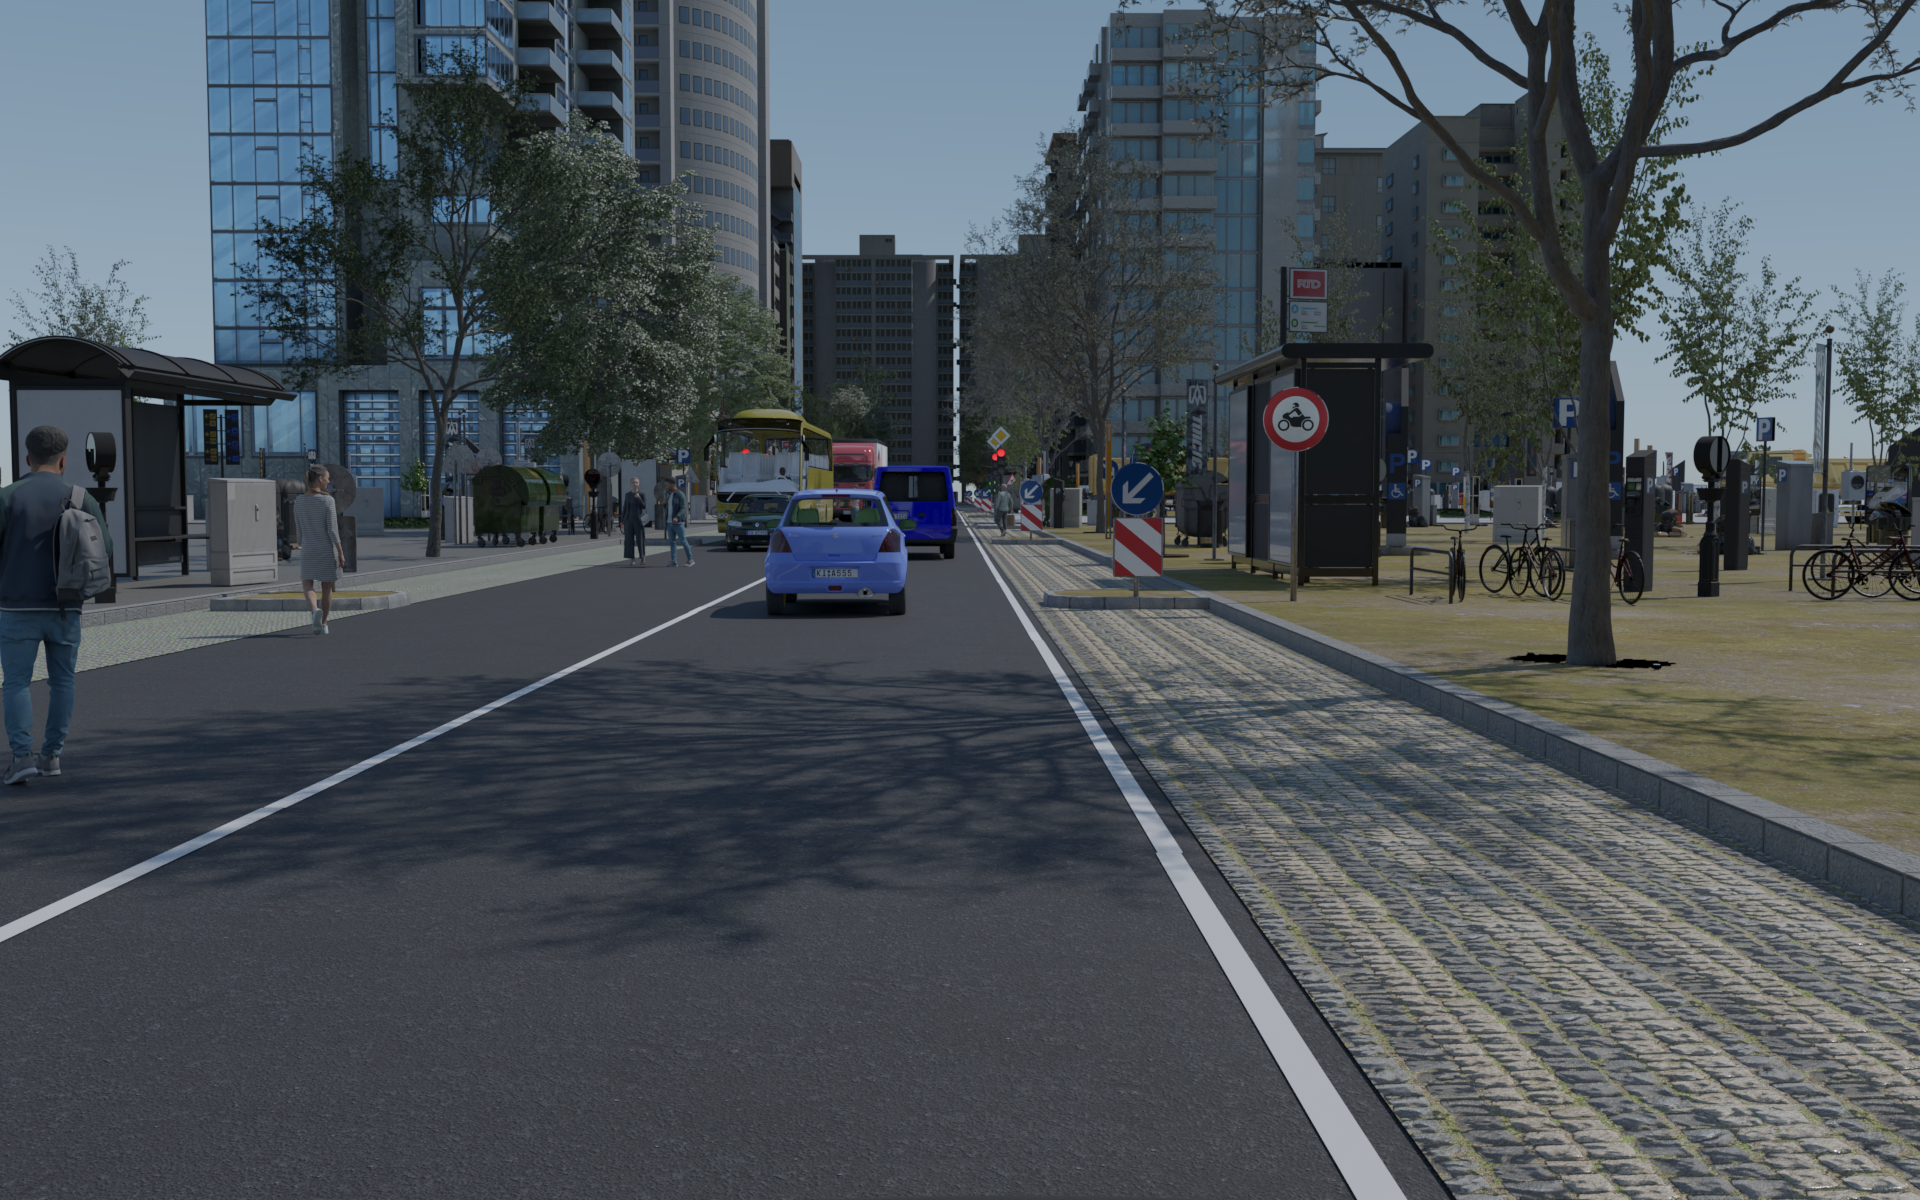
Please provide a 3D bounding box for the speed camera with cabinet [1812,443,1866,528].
[{"bbox_3d":[33.568,-4.403,66.332,2.038,3.252,0.660,0,4,-6],"label":"speed camera with cabinet"}]

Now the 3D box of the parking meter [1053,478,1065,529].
[{"bbox_3d":[3.701,-3.598,64.544,0.399,1.863,0.255,1,4,19],"label":"parking meter"}]

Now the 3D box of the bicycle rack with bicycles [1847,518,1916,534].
[{"bbox_3d":[33.413,-2.952,61.654,2.852,0.926,2.925,3,5,39],"label":"bicycle rack with bicycles"}]

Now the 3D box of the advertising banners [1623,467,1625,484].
[{"bbox_3d":[43.336,-7.053,111.498,2.074,3.025,0.090,1,4,14],"label":"advertising banners"}]

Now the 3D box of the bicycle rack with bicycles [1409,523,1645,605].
[{"bbox_3d":[6.749,-0.482,21.256,2.852,0.926,2.925,0,4,1],"label":"bicycle rack with bicycles"}]

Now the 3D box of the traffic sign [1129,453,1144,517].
[{"bbox_3d":[5.081,-2.940,48.181,0.768,2.556,0.104,0,4,6],"label":"traffic sign"}]

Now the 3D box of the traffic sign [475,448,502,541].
[{"bbox_3d":[-12.923,-2.896,47.460,0.768,2.556,0.104,0,4,5],"label":"traffic sign"}]

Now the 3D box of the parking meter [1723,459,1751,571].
[{"bbox_3d":[13.094,-1.435,29.178,0.399,1.863,0.255,-3,4,-36],"label":"parking meter"}]

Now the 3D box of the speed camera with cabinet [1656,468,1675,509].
[{"bbox_3d":[35.088,-5.614,86.118,0.660,3.252,2.038,2,4,32],"label":"speed camera with cabinet"}]

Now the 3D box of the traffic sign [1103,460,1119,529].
[{"bbox_3d":[5.460,-3.889,63.691,0.768,2.556,0.104,0,4,7],"label":"traffic sign"}]

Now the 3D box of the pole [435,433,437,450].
[{"bbox_3d":[-17.328,-3.896,57.547,0.158,3.312,0.155,0,3,0],"label":"pole"}]

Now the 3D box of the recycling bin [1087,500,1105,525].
[{"bbox_3d":[5.702,-3.575,71.010,0.722,1.027,0.722,-3,5,-45],"label":"recycling bin"}]

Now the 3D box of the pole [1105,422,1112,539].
[{"bbox_3d":[4.227,-3.393,49.311,0.158,3.312,0.155,0,3,0],"label":"pole"}]

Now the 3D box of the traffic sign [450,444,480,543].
[{"bbox_3d":[-12.870,-2.763,45.171,0.884,2.594,0.081,0,4,5],"label":"traffic sign"}]

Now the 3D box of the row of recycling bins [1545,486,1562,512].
[{"bbox_3d":[31.563,-5.157,91.434,1.069,1.692,3.534,-3,5,-44],"label":"row of recycling bins"}]

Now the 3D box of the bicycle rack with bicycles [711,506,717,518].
[{"bbox_3d":[-11.782,-4.801,91.877,2.925,0.926,2.852,0,4,0],"label":"bicycle rack with bicycles"}]

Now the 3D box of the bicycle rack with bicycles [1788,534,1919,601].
[{"bbox_3d":[11.802,-0.506,21.653,2.925,0.926,2.852,1,4,11],"label":"bicycle rack with bicycles"}]

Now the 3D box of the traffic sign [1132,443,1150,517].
[{"bbox_3d":[4.677,-2.638,43.240,0.768,2.556,0.104,0,4,7],"label":"traffic sign"}]

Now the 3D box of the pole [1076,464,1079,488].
[{"bbox_3d":[7.880,-7.470,115.970,0.158,3.312,0.155,0,3,0],"label":"pole"}]

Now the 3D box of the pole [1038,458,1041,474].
[{"bbox_3d":[4.434,-6.292,96.716,0.158,3.312,0.155,0,3,0],"label":"pole"}]

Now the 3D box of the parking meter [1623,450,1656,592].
[{"bbox_3d":[8.924,-1.042,22.755,0.399,1.863,0.255,-3,5,-43],"label":"parking meter"}]

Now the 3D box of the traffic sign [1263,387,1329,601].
[{"bbox_3d":[3.995,-1.258,20.669,0.768,2.556,0.104,0,4,8],"label":"traffic sign"}]

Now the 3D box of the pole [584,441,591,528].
[{"bbox_3d":[-14.040,-4.368,65.252,0.158,3.312,0.155,0,3,0],"label":"pole"}]

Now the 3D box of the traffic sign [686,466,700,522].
[{"bbox_3d":[-12.354,-4.855,79.377,0.884,2.594,0.081,1,4,8],"label":"traffic sign"}]

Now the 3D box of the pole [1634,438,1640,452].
[{"bbox_3d":[24.809,-4.264,63.563,0.158,3.312,0.155,0,3,0],"label":"pole"}]

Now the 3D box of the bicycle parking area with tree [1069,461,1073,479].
[{"bbox_3d":[12.165,-9.987,150.286,8.231,4.147,9.016,1,4,19],"label":"bicycle parking area with tree"}]

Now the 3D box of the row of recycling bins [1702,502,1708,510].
[{"bbox_3d":[61.034,-8.263,142.212,1.069,1.692,3.534,3,4,39],"label":"row of recycling bins"}]

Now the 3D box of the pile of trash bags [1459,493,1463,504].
[{"bbox_3d":[42.111,-7.992,140.418,3.447,1.369,1.912,0,4,5],"label":"pile of trash bags"}]

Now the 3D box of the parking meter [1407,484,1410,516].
[{"bbox_3d":[28.523,-6.416,110.609,0.399,1.863,0.255,-1,4,-15],"label":"parking meter"}]

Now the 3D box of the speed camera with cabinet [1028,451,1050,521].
[{"bbox_3d":[4.179,-5.275,80.575,0.660,3.252,2.038,3,5,40],"label":"speed camera with cabinet"}]

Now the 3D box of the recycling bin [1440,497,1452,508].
[{"bbox_3d":[42.252,-8.438,150.523,0.722,1.027,0.722,-3,4,-36],"label":"recycling bin"}]

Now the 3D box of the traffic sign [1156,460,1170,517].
[{"bbox_3d":[4.226,-2.261,36.971,0.884,2.594,0.081,0,4,1],"label":"traffic sign"}]

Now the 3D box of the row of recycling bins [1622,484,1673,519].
[{"bbox_3d":[27.001,-3.738,68.221,3.534,1.692,1.069,-3,5,-40],"label":"row of recycling bins"}]

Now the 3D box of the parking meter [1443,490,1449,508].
[{"bbox_3d":[32.842,-6.643,117.016,0.372,1.533,0.369,0,3,0],"label":"parking meter"}]

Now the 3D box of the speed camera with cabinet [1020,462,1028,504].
[{"bbox_3d":[4.656,-6.717,104.155,2.038,3.252,0.660,1,4,16],"label":"speed camera with cabinet"}]

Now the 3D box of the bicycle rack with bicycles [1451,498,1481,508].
[{"bbox_3d":[42.625,-8.238,148.070,2.852,0.926,2.925,3,4,38],"label":"bicycle rack with bicycles"}]

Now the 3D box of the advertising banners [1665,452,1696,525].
[{"bbox_3d":[30.089,-4.663,72.423,2.074,3.025,0.090,-2,4,-32],"label":"advertising banners"}]

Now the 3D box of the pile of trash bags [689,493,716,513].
[{"bbox_3d":[-17.312,-6.675,118.889,1.912,1.369,3.447,-3,4,-36],"label":"pile of trash bags"}]

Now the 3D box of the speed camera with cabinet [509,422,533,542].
[{"bbox_3d":[-11.841,-3.219,46.965,0.660,3.252,2.038,-1,4,-9],"label":"speed camera with cabinet"}]

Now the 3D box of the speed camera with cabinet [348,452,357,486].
[{"bbox_3d":[-29.186,-5.284,80.735,2.038,3.252,0.660,-1,4,-16],"label":"speed camera with cabinet"}]

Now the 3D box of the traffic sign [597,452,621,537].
[{"bbox_3d":[-10.589,-3.188,52.237,0.768,2.556,0.104,0,4,8],"label":"traffic sign"}]

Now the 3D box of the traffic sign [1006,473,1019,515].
[{"bbox_3d":[3.244,-6.562,107.298,0.884,2.594,0.081,0,4,2],"label":"traffic sign"}]

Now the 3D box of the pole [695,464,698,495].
[{"bbox_3d":[-15.110,-6.452,99.328,0.158,3.312,0.155,0,3,0],"label":"pole"}]

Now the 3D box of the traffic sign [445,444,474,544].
[{"bbox_3d":[-12.847,-2.714,44.478,0.768,2.556,0.104,0,4,5],"label":"traffic sign"}]

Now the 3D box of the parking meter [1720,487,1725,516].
[{"bbox_3d":[28.281,-3.400,63.998,0.372,1.533,0.369,0,3,0],"label":"parking meter"}]

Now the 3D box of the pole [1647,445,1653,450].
[{"bbox_3d":[28.771,-4.800,72.322,0.158,3.312,0.155,0,3,0],"label":"pole"}]

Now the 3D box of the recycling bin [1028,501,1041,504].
[{"bbox_3d":[3.757,-4.492,86.001,0.722,1.027,0.722,0,4,-4],"label":"recycling bin"}]

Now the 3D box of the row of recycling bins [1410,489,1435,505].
[{"bbox_3d":[34.653,-7.620,131.695,1.069,1.692,3.534,-2,4,-33],"label":"row of recycling bins"}]

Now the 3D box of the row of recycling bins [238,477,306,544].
[{"bbox_3d":[-17.749,-2.288,44.524,1.069,1.692,3.534,0,4,3],"label":"row of recycling bins"}]

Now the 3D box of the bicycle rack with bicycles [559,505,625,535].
[{"bbox_3d":[-11.719,-2.560,55.238,2.852,0.926,2.925,-2,4,-25],"label":"bicycle rack with bicycles"}]

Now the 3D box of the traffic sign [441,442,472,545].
[{"bbox_3d":[-12.592,-2.641,43.186,0.884,2.594,0.081,0,4,4],"label":"traffic sign"}]
